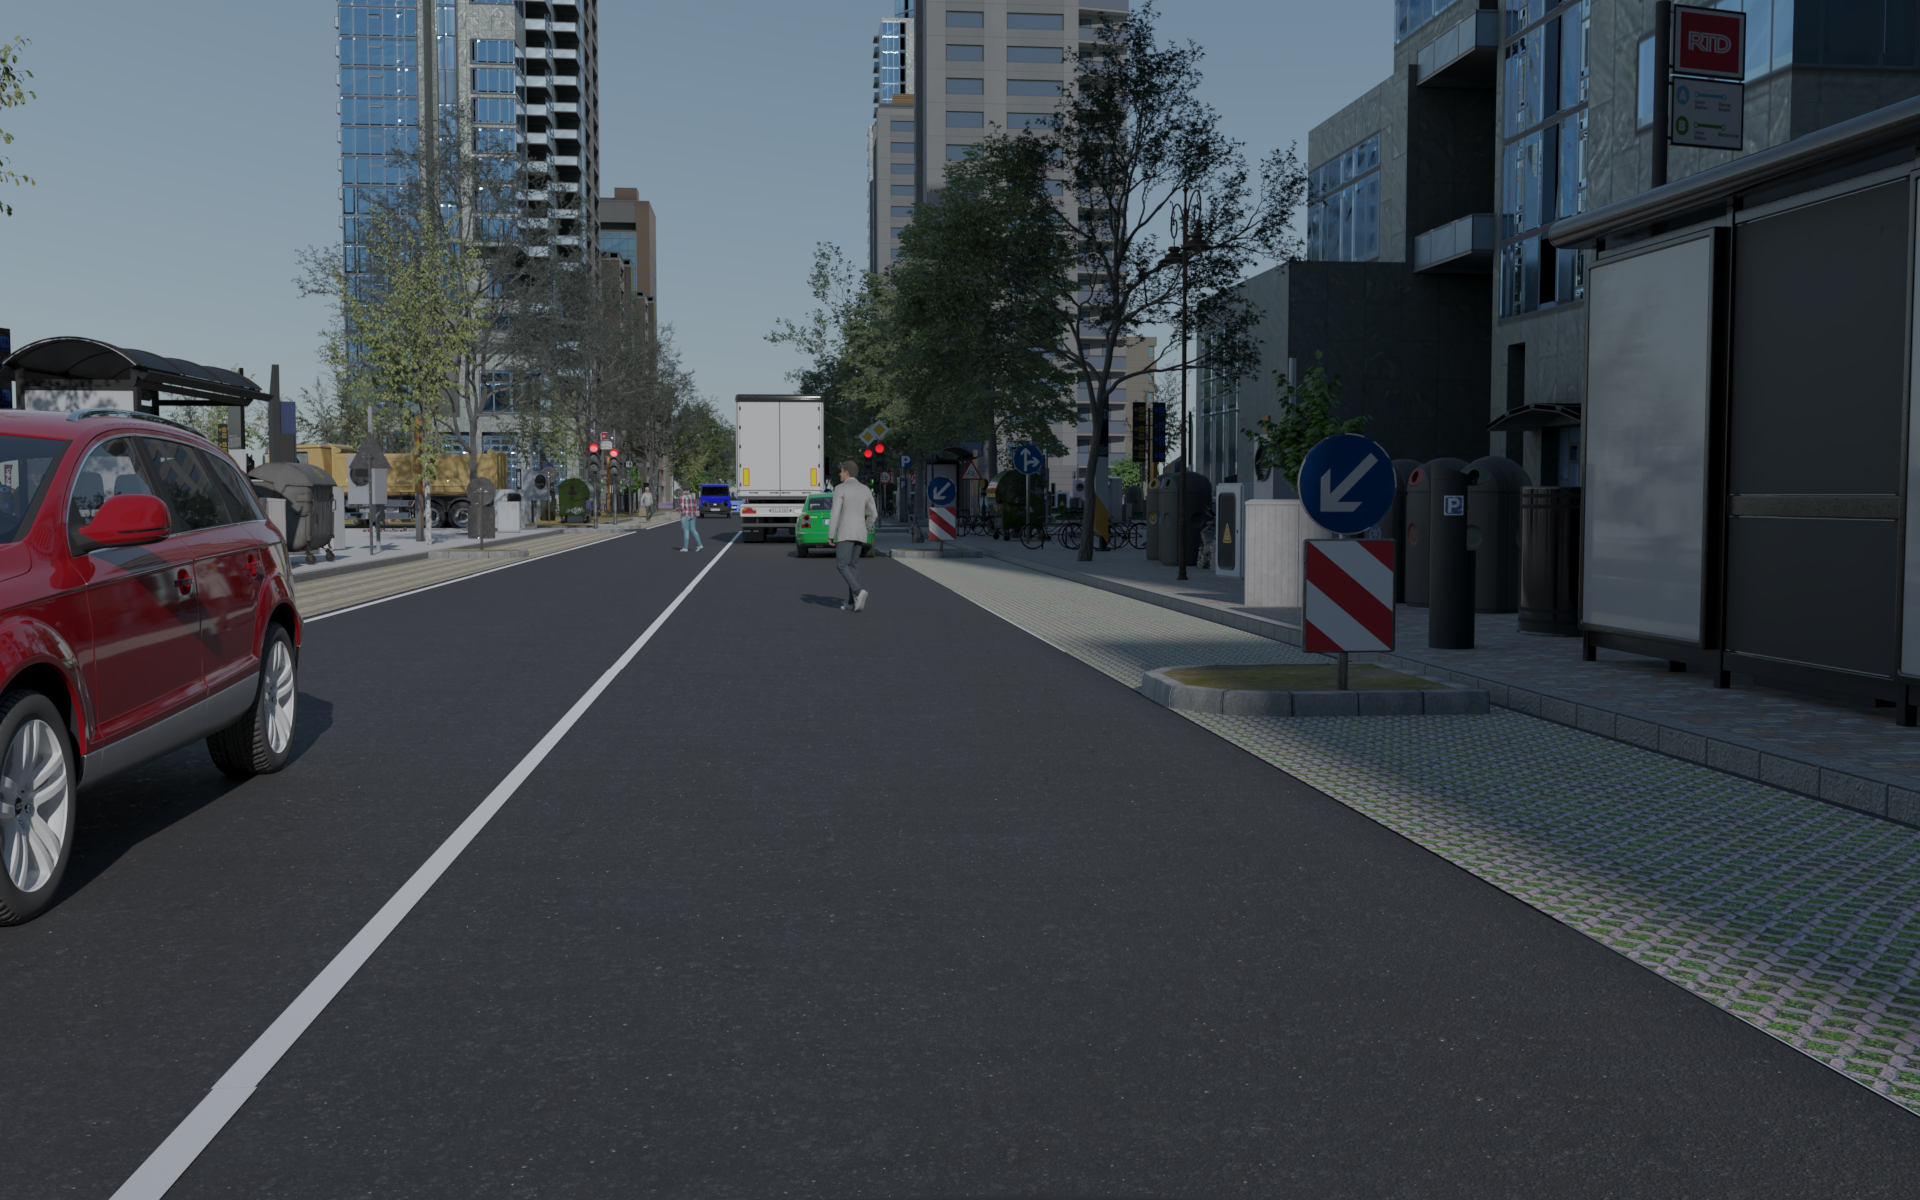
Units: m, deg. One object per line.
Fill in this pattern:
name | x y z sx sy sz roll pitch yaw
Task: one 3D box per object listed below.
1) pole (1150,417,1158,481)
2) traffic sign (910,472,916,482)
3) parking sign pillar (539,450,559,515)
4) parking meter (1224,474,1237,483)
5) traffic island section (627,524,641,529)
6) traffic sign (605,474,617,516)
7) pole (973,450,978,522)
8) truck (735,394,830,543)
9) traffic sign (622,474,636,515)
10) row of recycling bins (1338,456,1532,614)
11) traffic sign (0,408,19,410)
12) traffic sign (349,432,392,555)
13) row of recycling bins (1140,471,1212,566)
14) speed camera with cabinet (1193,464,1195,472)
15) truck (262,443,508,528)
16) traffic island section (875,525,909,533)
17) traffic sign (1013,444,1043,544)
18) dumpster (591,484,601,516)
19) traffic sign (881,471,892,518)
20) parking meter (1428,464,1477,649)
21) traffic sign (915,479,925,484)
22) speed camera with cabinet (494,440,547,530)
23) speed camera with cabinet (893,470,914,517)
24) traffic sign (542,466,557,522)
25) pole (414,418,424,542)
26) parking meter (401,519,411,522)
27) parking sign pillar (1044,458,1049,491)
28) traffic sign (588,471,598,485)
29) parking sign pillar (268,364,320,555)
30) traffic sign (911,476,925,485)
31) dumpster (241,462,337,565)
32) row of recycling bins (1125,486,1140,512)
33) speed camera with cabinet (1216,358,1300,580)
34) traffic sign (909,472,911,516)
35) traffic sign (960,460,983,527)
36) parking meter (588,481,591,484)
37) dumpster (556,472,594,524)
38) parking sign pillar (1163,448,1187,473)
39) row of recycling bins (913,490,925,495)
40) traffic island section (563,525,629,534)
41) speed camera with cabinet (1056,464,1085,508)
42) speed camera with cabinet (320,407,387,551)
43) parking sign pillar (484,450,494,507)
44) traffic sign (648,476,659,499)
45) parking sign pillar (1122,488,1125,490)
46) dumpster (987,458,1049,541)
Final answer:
pole | 5.139 -3.187 45.950 0.158 3.312 0.155 0 3 0
traffic sign | -2.530 -6.132 100.357 0.768 2.556 0.104 0 4 -1
parking sign pillar | -25.274 -7.188 106.001 1.447 3.967 1.447 1 4 8
parking meter | 7.914 -2.759 50.826 0.399 1.863 0.255 0 4 5
traffic island section | -14.338 -3.039 71.966 2.009 0.180 2.903 0 4 -6
traffic sign | -20.091 -6.102 99.866 0.768 2.556 0.104 0 4 2
pole | 0.710 -5.255 79.755 0.158 3.312 0.155 0 3 0
truck | -5.481 -3.993 54.200 2.839 4.237 11.283 0 4 -4
traffic sign | -20.261 -6.492 106.148 0.884 2.594 0.081 0 4 -5
row of recycling bins | 5.352 -0.800 20.196 1.069 1.692 3.534 -1 4 -21
traffic sign | -11.498 -1.133 20.648 0.606 2.300 0.079 0 4 -6
traffic sign | -12.341 -2.218 36.260 0.884 2.594 0.081 0 4 -3
row of recycling bins | 4.117 -1.545 32.378 1.069 1.692 3.534 0 4 0
speed camera with cabinet | 16.052 -7.362 114.701 0.660 3.252 2.038 -2 4 -30
truck | -22.770 -4.372 67.399 9.791 3.379 3.469 0 4 -4
traffic island section | -3.007 -2.621 65.137 2.009 0.180 2.903 0 4 -6
traffic sign | 1.749 -2.718 44.550 0.768 2.556 0.104 0 4 3
dumpster | -21.441 -5.771 100.122 1.264 1.857 1.865 0 4 -6
traffic sign | -4.012 -5.646 92.414 0.768 2.556 0.104 0 4 2
parking meter | 4.107 -0.368 14.431 0.372 1.533 0.369 0 3 0
traffic sign | -2.160 -5.951 97.397 0.768 2.556 0.104 0 4 -1
speed camera with cabinet | -15.908 -4.182 62.719 0.660 3.252 2.038 2 4 34
speed camera with cabinet | -3.284 -6.324 97.740 0.660 3.252 2.038 -1 4 -14
traffic sign | -18.852 -4.852 79.437 0.768 2.556 0.104 0 4 2
pole | -14.568 -3.228 46.627 0.158 3.312 0.155 0 3 0
parking meter | -25.121 -4.451 78.483 0.399 1.863 0.255 -3 5 -44
parking sign pillar | 6.263 -8.658 130.026 1.447 3.967 1.447 -1 4 -18
traffic sign | -20.005 -5.798 94.909 0.768 2.556 0.104 0 4 0
parking sign pillar | -14.368 -2.950 36.697 1.447 3.967 1.447 -2 4 -26
traffic sign | -2.439 -6.096 99.669 0.884 2.594 0.081 0 4 -1
dumpster | -12.347 -1.603 31.965 1.264 1.857 1.865 0 4 -6
row of recycling bins | 8.948 -5.001 88.878 1.069 1.692 3.534 0 4 6
speed camera with cabinet | 4.478 -1.929 25.871 0.660 3.252 2.038 -1 4 -15
traffic sign | -2.912 -6.215 101.617 0.884 2.594 0.081 0 4 -2
traffic sign | 0.424 -4.011 65.579 0.884 2.594 0.081 0 4 3
parking meter | -17.019 -4.470 78.803 0.399 1.863 0.255 1 4 13
dumpster | -16.839 -4.481 75.753 1.502 2.255 1.985 0 4 -6
parking sign pillar | 12.759 -6.831 100.163 1.447 3.967 1.447 1 4 20
row of recycling bins | -2.356 -8.618 148.010 3.534 1.692 1.069 0 4 -1
traffic island section | -13.490 -2.553 64.026 2.009 0.180 2.903 0 4 -6
speed camera with cabinet | 7.157 -7.307 113.809 2.038 3.252 0.660 -1 4 -15
speed camera with cabinet | -14.055 -2.744 39.206 2.038 3.252 0.660 1 4 11
parking sign pillar | -29.125 -7.292 107.701 1.447 3.967 1.447 0 4 7
traffic sign | -21.640 -7.479 122.394 0.768 2.556 0.104 0 4 2
parking sign pillar | 13.567 -9.129 137.728 1.447 3.967 1.447 -1 4 -9
dumpster | 1.600 -2.776 47.881 1.502 2.255 1.985 0 4 -6
